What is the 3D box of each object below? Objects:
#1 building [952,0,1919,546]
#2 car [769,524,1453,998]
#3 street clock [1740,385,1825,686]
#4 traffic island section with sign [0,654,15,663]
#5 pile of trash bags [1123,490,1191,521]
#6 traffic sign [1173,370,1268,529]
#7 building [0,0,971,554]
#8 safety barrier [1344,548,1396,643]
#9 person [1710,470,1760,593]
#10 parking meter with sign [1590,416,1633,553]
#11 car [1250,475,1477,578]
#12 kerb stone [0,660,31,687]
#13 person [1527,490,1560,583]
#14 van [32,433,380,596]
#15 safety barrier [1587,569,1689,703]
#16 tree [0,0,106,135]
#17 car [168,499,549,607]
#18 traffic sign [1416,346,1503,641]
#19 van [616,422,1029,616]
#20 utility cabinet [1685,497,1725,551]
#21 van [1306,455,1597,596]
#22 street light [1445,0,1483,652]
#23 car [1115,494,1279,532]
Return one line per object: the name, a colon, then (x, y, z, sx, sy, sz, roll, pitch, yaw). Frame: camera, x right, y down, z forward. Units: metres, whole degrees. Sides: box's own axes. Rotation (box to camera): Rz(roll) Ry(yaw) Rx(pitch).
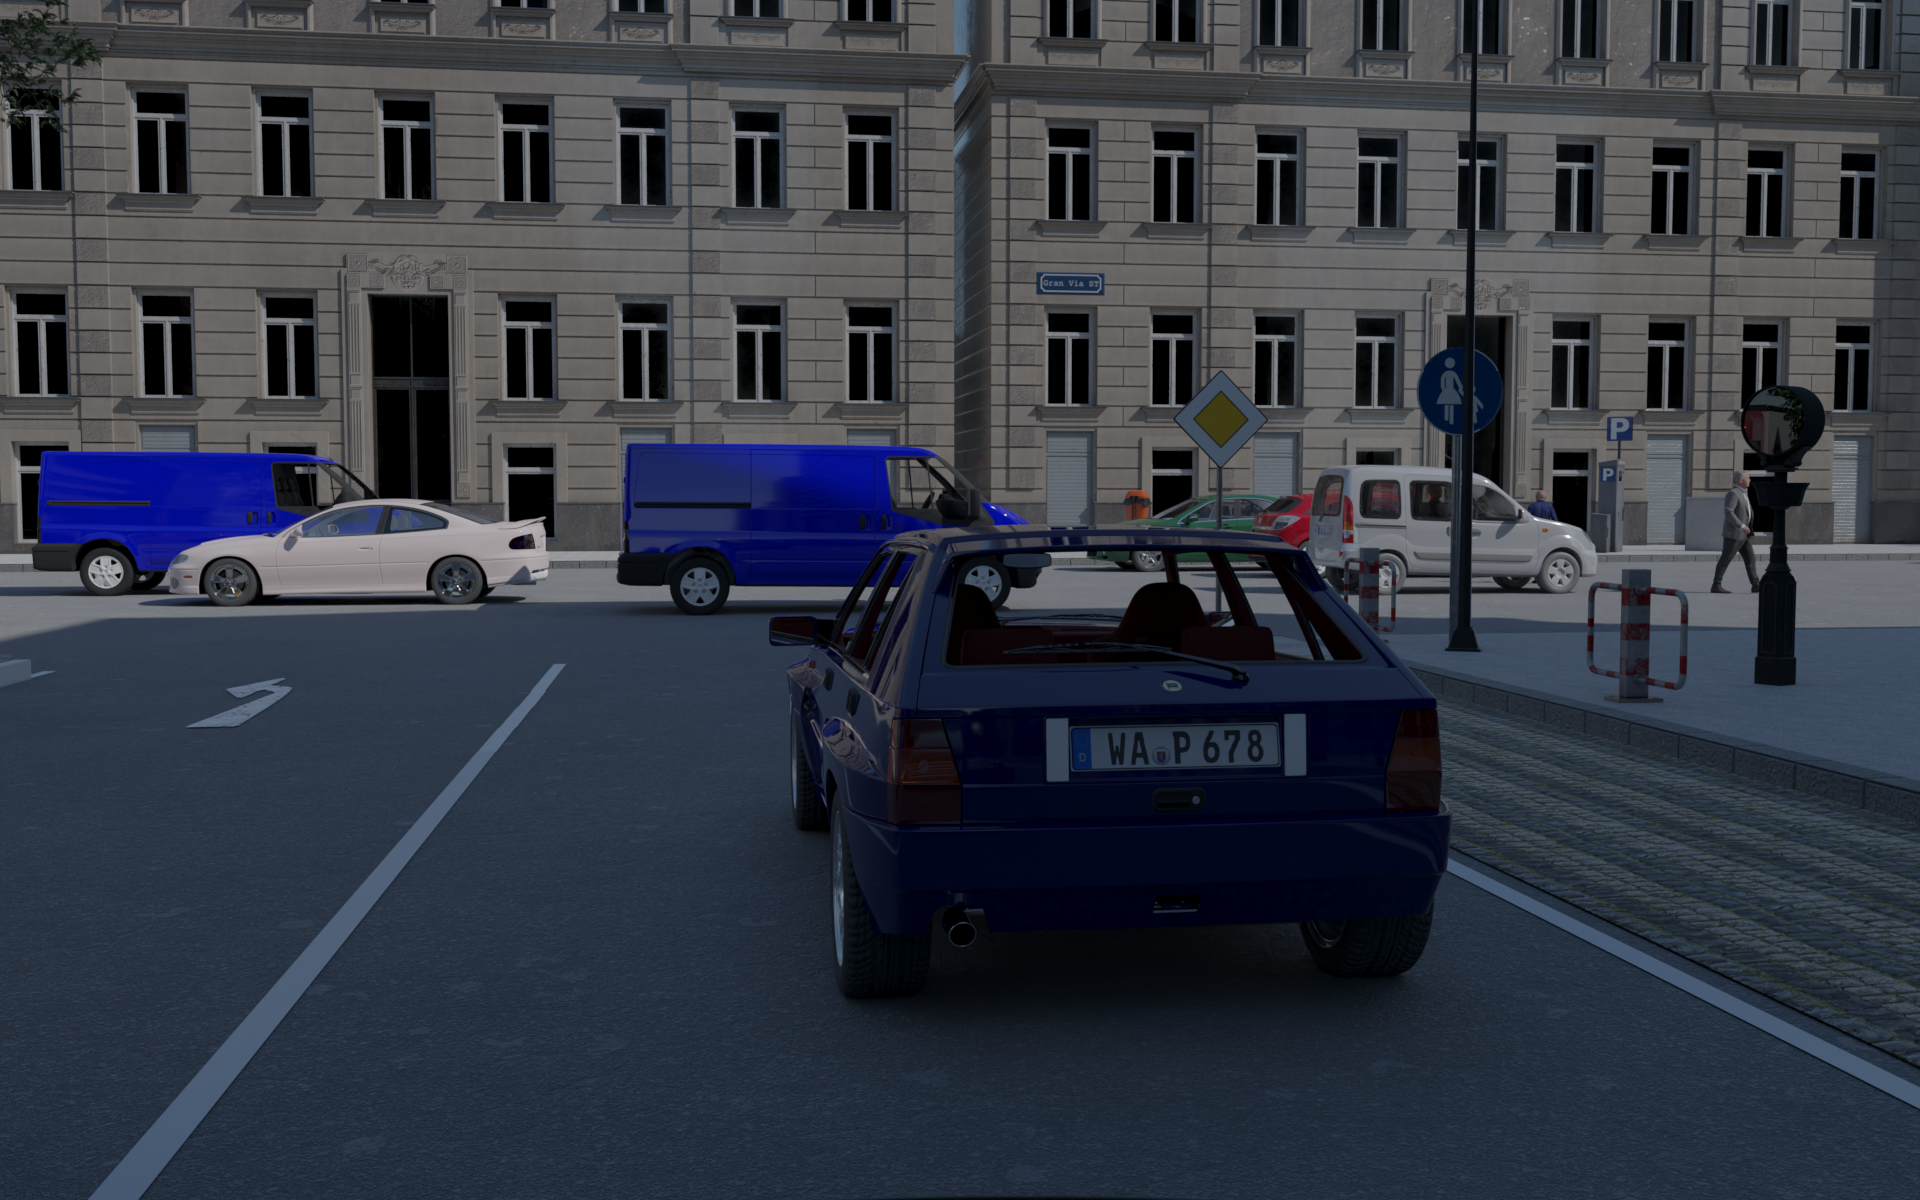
building: (11.840, -15.290, 47.260, 25.104, 27.353, 12.463, -1, 4, -8)
car: (0.295, 0.380, 6.366, 1.945, 1.354, 3.894, -1, 4, -8)
street clock: (5.499, -0.432, 11.626, 0.358, 2.002, 0.471, -2, 4, -32)
traffic island section with sign: (-8.252, -0.292, 12.914, 2.006, 1.907, 1.989, -1, 4, -8)
pile of trash bags: (5.298, -1.786, 38.961, 3.447, 1.369, 1.912, 2, 4, 26)
traffic sign: (2.113, -0.642, 14.137, 0.795, 2.450, 0.064, -1, 4, -8)
building: (-12.888, -15.022, 42.876, 25.104, 27.353, 12.463, -1, 4, -8)
safety barrier: (3.536, -0.043, 14.975, 0.300, 0.817, 1.120, -1, 4, -8)
person: (11.246, -0.976, 24.862, 0.834, 1.777, 0.661, 2, 4, 32)
parking meter with sign: (14.383, -2.572, 38.319, 0.543, 3.016, 1.738, 2, 4, 33)
car: (7.281, -1.293, 30.178, 4.494, 1.783, 2.155, 0, 4, -8)
kerb stone: (-7.186, 0.567, 12.923, 0.120, 0.150, 1.000, -1, 4, -8)
person: (9.392, -1.015, 27.793, 0.574, 1.496, 0.600, 2, 4, 32)
van: (-10.499, -1.282, 25.347, 5.245, 2.365, 2.240, -1, 4, -10)
safety barrier: (4.172, 0.218, 10.704, 0.300, 0.817, 1.120, -1, 4, -8)
tree: (-7.614, -4.411, 8.988, 8.767, 10.594, 7.601, -1, 4, -8)
car: (-7.944, -0.654, 23.048, 4.827, 1.381, 2.083, 0, 4, -8)
traffic sign: (4.314, -0.915, 15.059, 0.768, 2.556, 0.104, 0, 4, -5)
van: (-1.598, -1.047, 21.503, 5.245, 2.365, 2.240, -1, 4, -9)
utility cabinet: (16.887, -1.700, 38.962, 1.020, 1.237, 0.306, 3, 5, 42)
van: (7.219, -1.124, 25.382, 4.112, 2.044, 2.013, -1, 4, -9)
street light: (3.603, -2.534, 13.971, 1.470, 5.913, 1.316, -1, 4, -8)
car: (4.792, -1.281, 32.736, 4.920, 1.459, 2.131, -1, 4, -8)
